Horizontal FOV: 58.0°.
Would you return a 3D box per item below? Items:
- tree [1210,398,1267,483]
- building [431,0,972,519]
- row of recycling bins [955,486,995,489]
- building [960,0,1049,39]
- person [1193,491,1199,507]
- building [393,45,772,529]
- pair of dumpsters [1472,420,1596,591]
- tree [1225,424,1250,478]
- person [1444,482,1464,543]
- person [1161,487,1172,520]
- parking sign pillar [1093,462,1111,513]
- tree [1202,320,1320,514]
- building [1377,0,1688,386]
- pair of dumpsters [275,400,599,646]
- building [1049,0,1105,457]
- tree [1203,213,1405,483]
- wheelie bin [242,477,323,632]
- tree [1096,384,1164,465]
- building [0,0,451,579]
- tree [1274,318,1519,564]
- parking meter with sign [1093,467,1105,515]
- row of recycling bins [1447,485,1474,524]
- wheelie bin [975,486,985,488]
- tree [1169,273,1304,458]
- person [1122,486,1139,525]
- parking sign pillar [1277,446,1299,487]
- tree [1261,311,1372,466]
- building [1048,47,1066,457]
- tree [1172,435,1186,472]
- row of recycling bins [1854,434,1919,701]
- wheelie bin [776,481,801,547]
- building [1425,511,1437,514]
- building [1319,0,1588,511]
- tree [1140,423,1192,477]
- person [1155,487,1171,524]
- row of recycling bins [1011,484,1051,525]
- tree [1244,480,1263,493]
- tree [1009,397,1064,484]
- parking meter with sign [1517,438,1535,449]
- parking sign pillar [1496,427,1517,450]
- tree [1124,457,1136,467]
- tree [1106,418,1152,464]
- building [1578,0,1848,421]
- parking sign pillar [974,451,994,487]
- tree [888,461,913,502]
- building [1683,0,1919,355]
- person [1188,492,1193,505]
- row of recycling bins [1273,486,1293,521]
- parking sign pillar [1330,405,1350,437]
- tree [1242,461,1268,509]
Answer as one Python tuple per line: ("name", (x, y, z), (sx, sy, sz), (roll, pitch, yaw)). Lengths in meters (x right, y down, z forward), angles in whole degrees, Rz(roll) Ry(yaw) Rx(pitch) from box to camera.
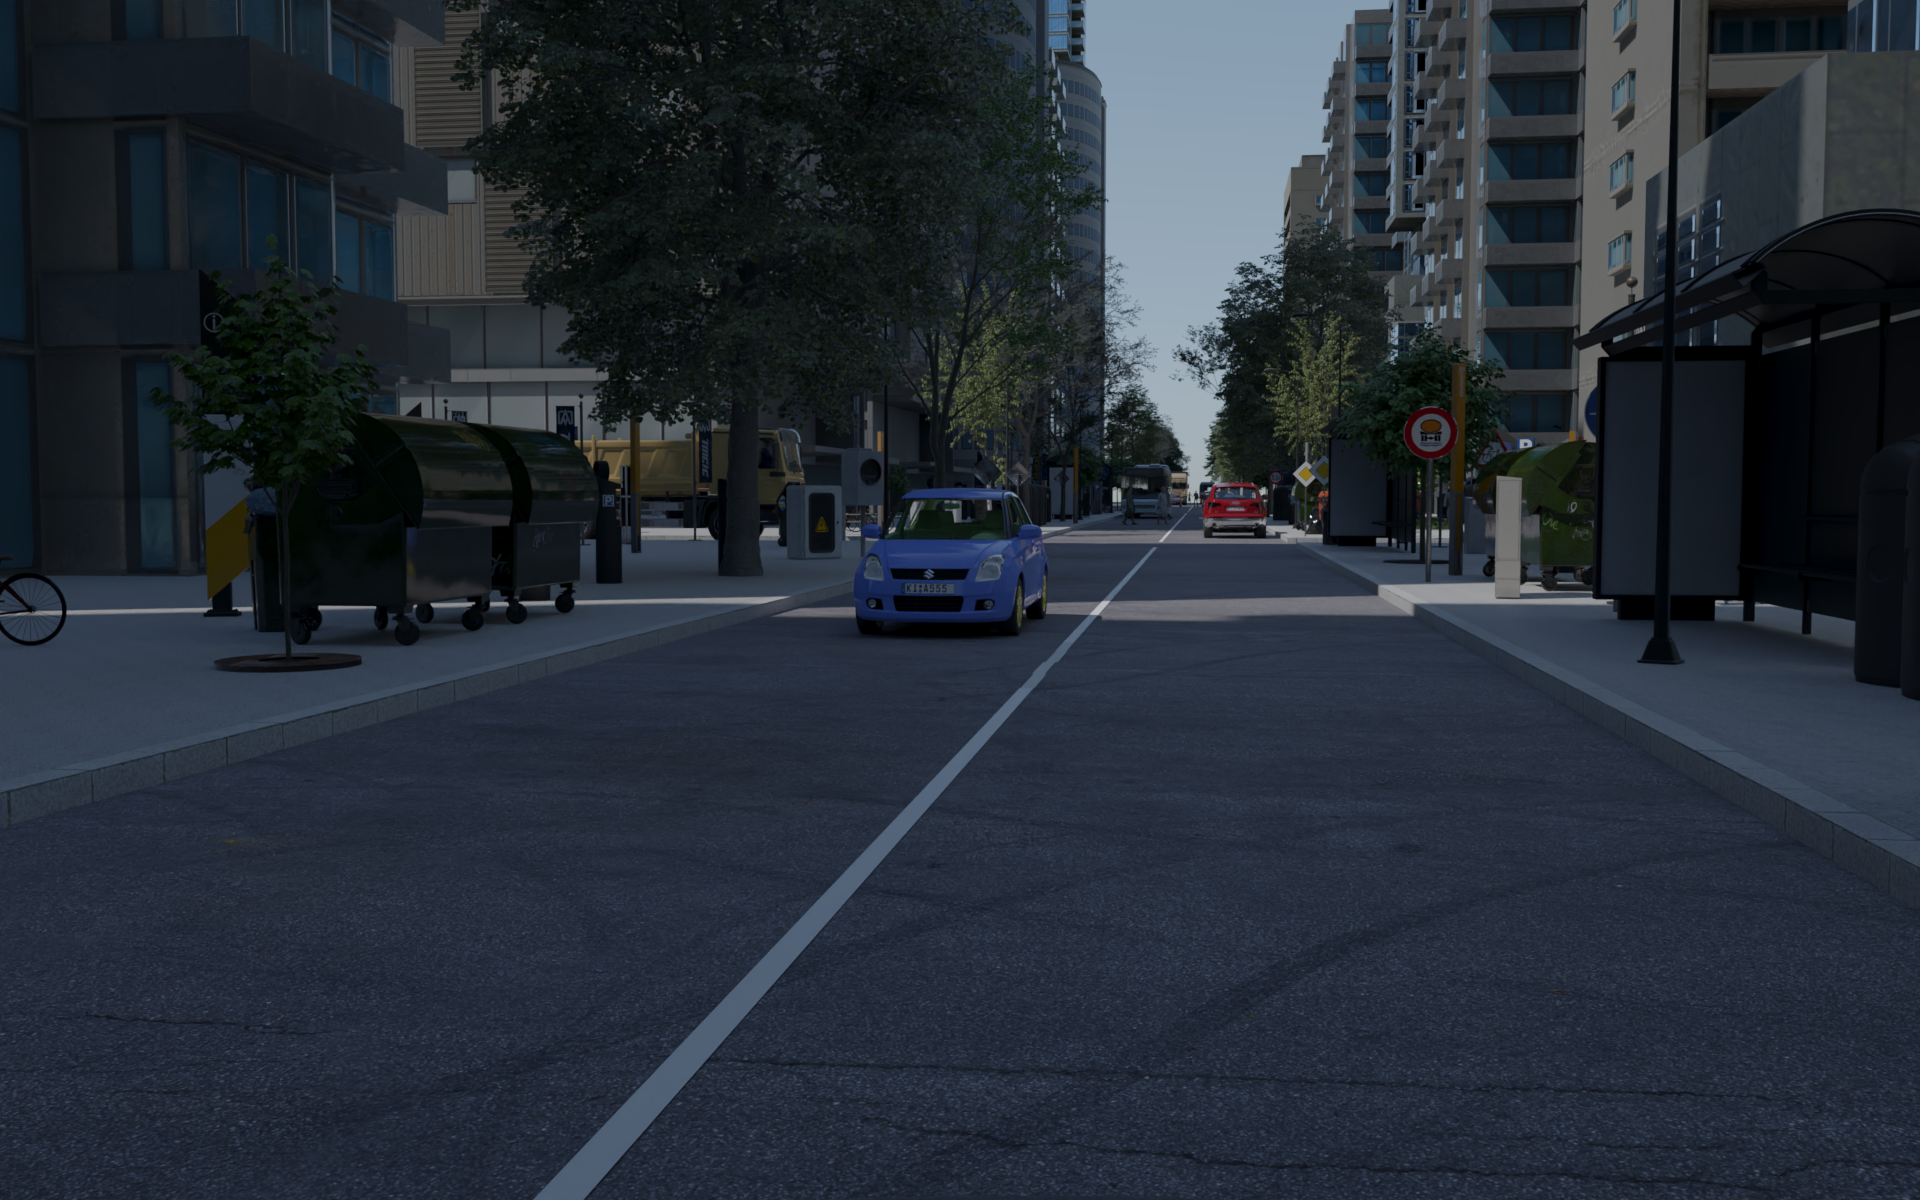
("tree", (29.104, -15.373, 177.101), (9.928, 11.665, 9.643), (0, 3, 0))
("building", (-14.268, -31.955, 111.706), (28.713, 52.752, 27.495), (0, 4, 8))
("row of recycling bins", (1.309, -4.957, 88.163), (3.534, 1.692, 1.069), (0, 4, 4))
("building", (-4.380, -36.793, 143.570), (21.231, 58.520, 28.212), (0, 4, 8))
("person", (26.844, -11.541, 197.069), (0.709, 1.838, 0.599), (0, 4, 6))
("building", (-18.256, -29.801, 76.489), (28.713, 52.752, 27.495), (0, 4, 8))
("pair of dumpsters", (8.443, -1.357, 24.678), (1.574, 2.255, 4.437), (0, 4, 8))
("tree", (27.602, -13.268, 167.289), (4.360, 8.622, 3.978), (0, 3, 0))
("person", (13.290, -2.303, 46.488), (0.599, 1.781, 0.374), (1, 4, 17))
("person", (11.463, -5.370, 96.401), (0.767, 1.812, 0.694), (0, 4, 5))
("parking sign pillar", (9.851, -8.025, 119.684), (1.447, 3.967, 1.447), (2, 4, 26))
("tree", (20.311, -11.810, 111.221), (7.486, 12.596, 7.792), (0, 3, 0))
("building", (44.292, -50.783, 142.981), (22.319, 86.520, 31.000), (0, 4, 8))
("pair of dumpsters", (-4.933, -0.865, 16.633), (1.574, 2.255, 4.437), (0, 4, 8))
("building", (11.333, -58.136, 263.191), (22.319, 86.520, 31.000), (0, 4, 8))
("tree", (16.031, -10.637, 80.563), (9.857, 13.997, 8.962), (0, 3, 0))
("wheelie bin", (-6.371, -0.513, 16.293), (0.693, 1.594, 0.980), (-2, 4, -29))
("tree", (17.615, -15.916, 178.358), (7.486, 12.596, 7.792), (0, 3, 0))
("building", (-25.743, -24.950, 27.534), (30.456, 49.044, 23.786), (0, 4, 8))
("tree", (8.723, -2.967, 32.221), (4.285, 4.588, 4.351), (0, 3, 0))
("parking meter with sign", (8.678, -6.899, 109.058), (0.543, 3.016, 1.738), (1, 4, 15))
("row of recycling bins", (22.087, -4.159, 75.107), (1.069, 1.692, 3.534), (0, 4, -7))
("wheelie bin", (0.924, -3.647, 67.530), (0.980, 1.594, 0.693), (1, 4, 8))
("tree", (24.150, -18.020, 150.511), (12.611, 20.169, 13.585), (0, 3, 0))
("person", (7.920, -4.396, 80.479), (0.767, 1.812, 0.694), (1, 4, 9))
("parking sign pillar", (18.090, -6.533, 95.293), (1.447, 3.967, 1.447), (1, 4, 9))
("tree", (14.188, -7.259, 69.054), (4.737, 8.622, 4.395), (0, 3, 0))
("building", (-1.244, -33.846, 172.986), (23.786, 49.044, 30.456), (0, 4, 8))
("tree", (29.075, -19.393, 251.490), (8.767, 10.594, 7.601), (2, 4, 33))
("row of recycling bins", (6.319, -0.195, 10.305), (1.069, 1.692, 3.534), (0, 4, 8))
("wheelie bin", (-4.055, -2.112, 42.438), (0.693, 1.594, 0.980), (1, 4, 22))
("building", (40.552, -29.870, 107.981), (23.786, 49.044, 30.456), (0, 4, 8))
("building", (48.123, -33.942, 174.559), (23.786, 49.044, 30.456), (0, 4, 8))
("tree", (33.349, -22.456, 284.170), (9.611, 12.733, 9.660), (0, 3, 0))
("person", (9.699, -4.520, 82.750), (0.694, 1.780, 0.624), (-1, 4, -20))
("row of recycling bins", (2.878, -3.911, 71.057), (1.069, 1.692, 3.534), (1, 4, 15))
("tree", (23.143, -8.635, 135.782), (1.663, 3.219, 1.824), (0, 3, 0))
("tree", (5.281, -10.548, 122.819), (4.360, 8.622, 3.978), (0, 3, 0))
("parking meter with sign", (18.198, -3.578, 54.753), (0.543, 3.016, 1.738), (3, 5, 40))
("parking sign pillar", (20.133, -4.627, 64.128), (1.447, 3.967, 1.447), (-3, 5, -41))
("tree", (12.467, -9.328, 136.223), (4.285, 4.588, 4.351), (0, 3, 0))
("tree", (16.431, -13.290, 167.649), (4.737, 8.622, 4.395), (0, 3, 0))
("building", (36.331, -27.134, 67.350), (21.600, 48.544, 21.300), (0, 4, 8))
("parking sign pillar", (1.485, -7.247, 106.962), (1.447, 3.967, 1.447), (3, 5, 43))
("tree", (-3.152, -5.936, 91.649), (1.663, 3.219, 1.824), (0, 3, 0))
("building", (23.008, -43.053, 16.596), (22.319, 86.520, 31.000), (0, 4, 8))
("person", (30.135, -13.361, 227.745), (1.217, 1.735, 0.721), (-1, 4, -20))
("row of recycling bins", (16.427, -4.774, 85.174), (1.069, 1.692, 3.534), (3, 5, 39))
("parking sign pillar", (11.806, -3.892, 52.102), (1.447, 3.967, 1.447), (0, 4, 6))
("tree", (21.422, -8.374, 120.622), (4.285, 4.588, 4.351), (0, 3, 0))
